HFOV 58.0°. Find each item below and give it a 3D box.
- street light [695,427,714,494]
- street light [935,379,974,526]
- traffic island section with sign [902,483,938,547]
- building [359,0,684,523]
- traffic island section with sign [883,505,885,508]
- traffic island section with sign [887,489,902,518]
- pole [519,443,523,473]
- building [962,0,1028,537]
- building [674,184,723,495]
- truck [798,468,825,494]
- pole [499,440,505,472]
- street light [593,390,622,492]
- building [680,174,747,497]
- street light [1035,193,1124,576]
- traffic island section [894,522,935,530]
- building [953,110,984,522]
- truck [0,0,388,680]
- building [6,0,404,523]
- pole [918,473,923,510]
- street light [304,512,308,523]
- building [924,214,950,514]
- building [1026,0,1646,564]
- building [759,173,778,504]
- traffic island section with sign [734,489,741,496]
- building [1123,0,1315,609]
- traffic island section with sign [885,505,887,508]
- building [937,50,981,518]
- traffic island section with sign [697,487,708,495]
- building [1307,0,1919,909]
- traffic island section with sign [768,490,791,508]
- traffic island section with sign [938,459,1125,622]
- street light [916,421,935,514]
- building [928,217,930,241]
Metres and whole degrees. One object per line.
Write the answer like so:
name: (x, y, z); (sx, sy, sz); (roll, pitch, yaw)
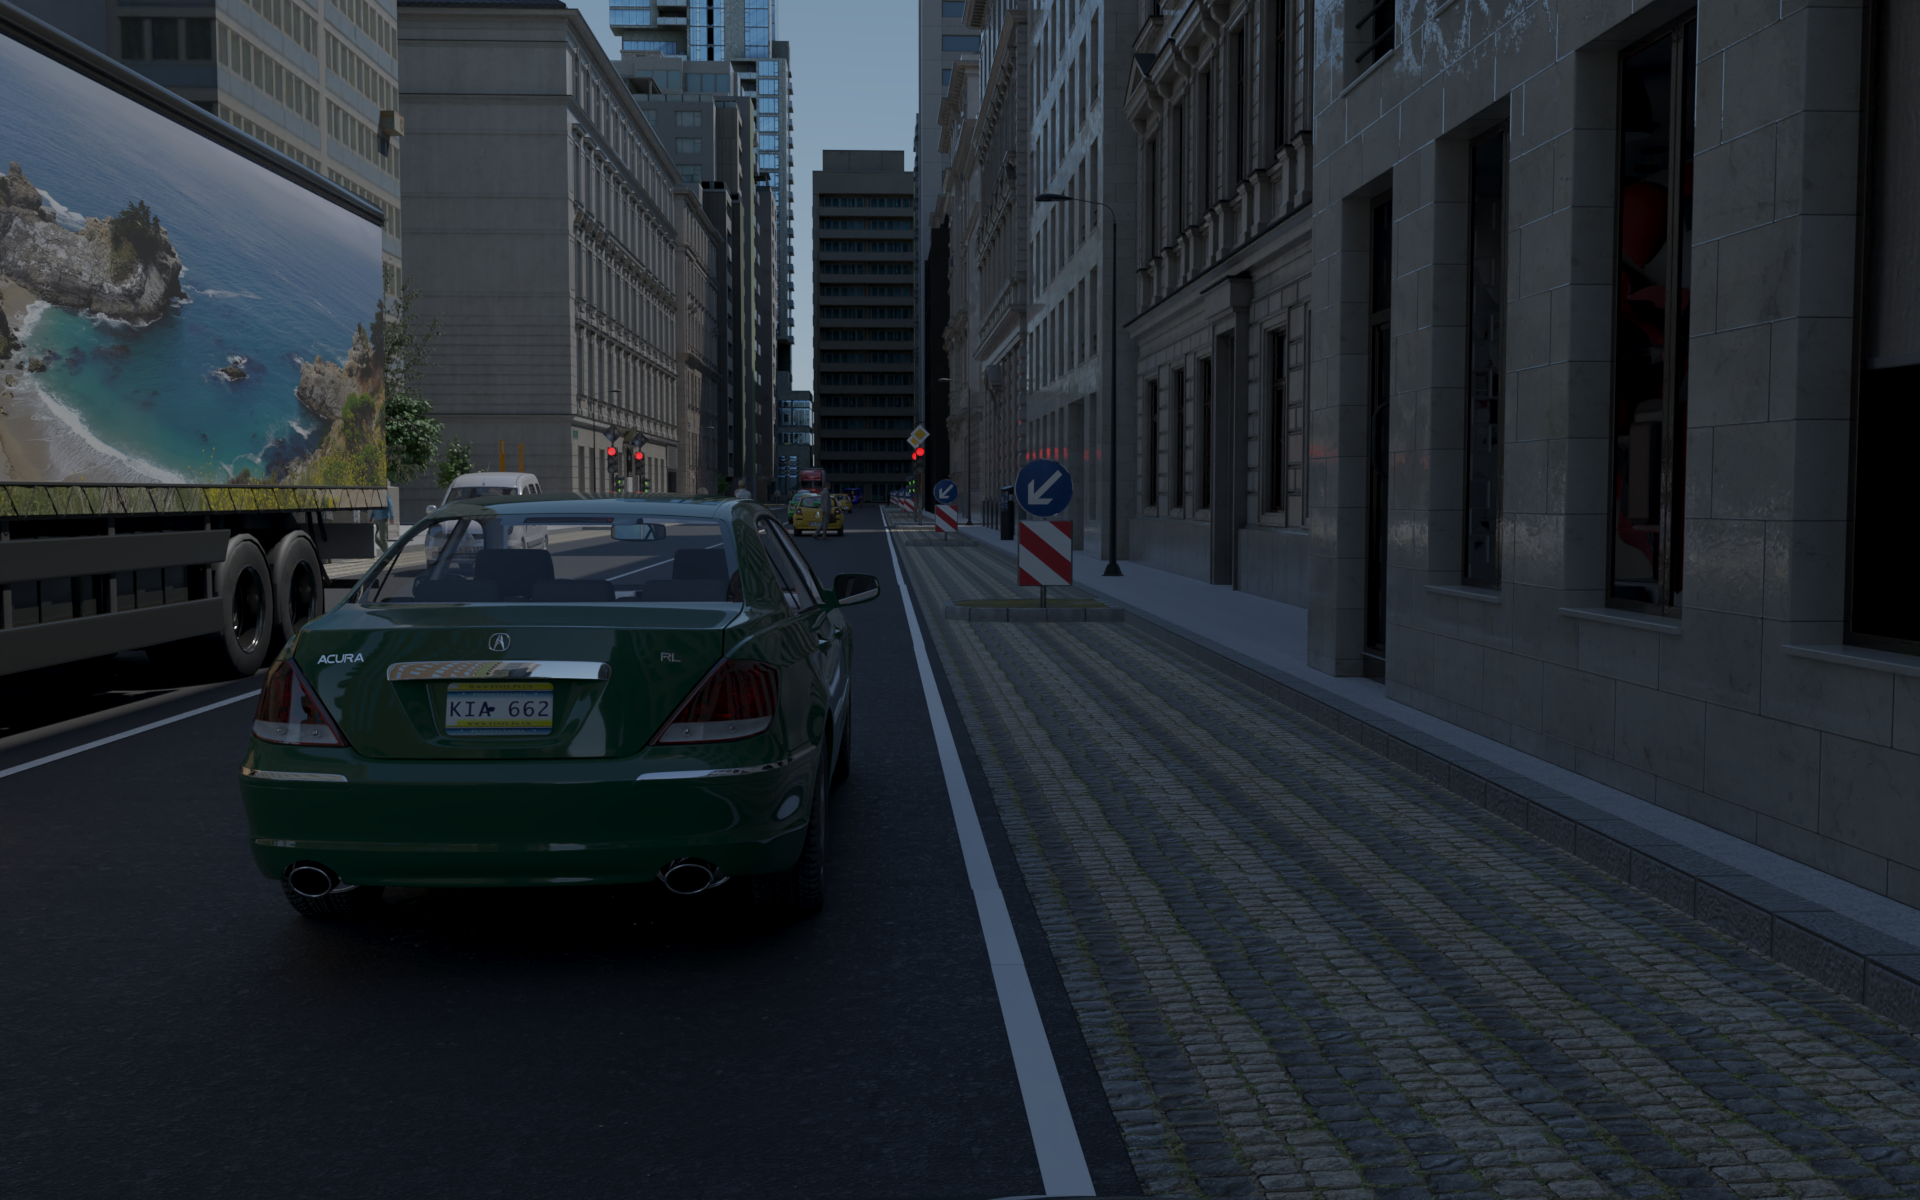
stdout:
street light: (-17.746, -9.022, 120.049); (1.470, 5.913, 1.316); (0, 4, -3)
street light: (-0.155, -5.951, 69.834); (1.470, 5.913, 1.316); (0, 4, -3)
traffic island section with sign: (-0.520, -2.394, 47.764); (1.989, 1.847, 2.006); (0, 4, -3)
building: (-26.243, -19.652, 97.728); (17.030, 29.872, 44.131); (0, 4, -3)
traffic island section with sign: (-6.839, -10.463, 179.689); (1.989, 1.847, 2.006); (0, 4, -3)
traffic island section with sign: (-3.148, -5.749, 102.621); (1.989, 1.847, 2.006); (0, 4, -3)
pole: (-17.573, -4.622, 69.410); (0.158, 3.312, 0.155); (0, 3, 0)
building: (6.063, -14.139, 60.058); (11.050, 23.489, 19.941); (0, 4, -3)
building: (-25.411, -20.531, 132.937); (12.463, 27.353, 25.104); (0, 4, -3)
truck: (-15.942, -12.162, 187.754); (2.839, 4.237, 11.283); (0, 4, -3)
pole: (-17.128, -4.344, 64.872); (0.158, 3.312, 0.155); (0, 3, 0)
street light: (-15.740, -6.398, 77.154); (1.470, 5.913, 1.316); (0, 4, -3)
building: (-27.289, -23.682, 158.904); (14.160, 30.474, 14.107); (0, 4, -3)
street light: (1.854, -3.327, 26.945); (1.470, 5.913, 1.316); (0, 4, -3)
traffic island section: (-1.592, -2.923, 70.074); (2.009, 0.180, 2.903); (0, 4, -3)
building: (10.459, -15.181, 84.374); (21.152, 22.565, 11.583); (0, 4, -3)
truck: (-6.622, -1.370, 11.316); (2.839, 4.237, 11.283); (0, 4, -2)
building: (-30.356, -22.007, 51.704); (23.993, 40.220, 32.217); (0, 4, -3)
pole: (-3.042, -8.835, 138.292); (0.158, 3.312, 0.155); (0, 3, 0)
street light: (-13.844, -4.005, 38.017); (1.470, 5.913, 1.316); (0, 4, -3)
building: (3.892, -17.829, 121.190); (12.332, 23.373, 15.834); (0, 4, -3)
building: (7.506, -11.418, 41.443); (10.420, 20.320, 16.860); (0, 4, -3)
building: (-30.481, -32.884, 221.242); (14.086, 41.232, 14.154); (0, 4, -3)
traffic island section with sign: (-16.467, -7.380, 129.283); (1.989, 1.847, 2.006); (0, 4, -3)
building: (8.343, -9.715, 23.460); (10.561, 19.102, 19.286); (0, 4, -3)
traffic island section with sign: (-4.447, -7.406, 129.721); (1.989, 1.847, 2.006); (0, 4, -3)
building: (5.978, -19.209, 101.452); (14.401, 28.519, 23.554); (0, 4, -3)
traffic island section with sign: (-15.166, -5.728, 102.278); (1.989, 1.847, 2.006); (0, 4, -3)
building: (8.173, -9.138, 4.164); (10.420, 20.320, 16.860); (0, 4, -3)
traffic island section with sign: (-18.855, -10.437, 179.264); (1.989, 1.847, 2.006); (0, 4, -3)
traffic island section with sign: (0.802, -0.706, 20.170); (1.989, 1.847, 2.006); (0, 4, -3)
street light: (-2.129, -8.427, 110.320); (1.470, 5.913, 1.316); (0, 4, -3)
building: (4.706, -21.623, 140.920); (14.401, 28.519, 23.554); (0, 4, -3)
